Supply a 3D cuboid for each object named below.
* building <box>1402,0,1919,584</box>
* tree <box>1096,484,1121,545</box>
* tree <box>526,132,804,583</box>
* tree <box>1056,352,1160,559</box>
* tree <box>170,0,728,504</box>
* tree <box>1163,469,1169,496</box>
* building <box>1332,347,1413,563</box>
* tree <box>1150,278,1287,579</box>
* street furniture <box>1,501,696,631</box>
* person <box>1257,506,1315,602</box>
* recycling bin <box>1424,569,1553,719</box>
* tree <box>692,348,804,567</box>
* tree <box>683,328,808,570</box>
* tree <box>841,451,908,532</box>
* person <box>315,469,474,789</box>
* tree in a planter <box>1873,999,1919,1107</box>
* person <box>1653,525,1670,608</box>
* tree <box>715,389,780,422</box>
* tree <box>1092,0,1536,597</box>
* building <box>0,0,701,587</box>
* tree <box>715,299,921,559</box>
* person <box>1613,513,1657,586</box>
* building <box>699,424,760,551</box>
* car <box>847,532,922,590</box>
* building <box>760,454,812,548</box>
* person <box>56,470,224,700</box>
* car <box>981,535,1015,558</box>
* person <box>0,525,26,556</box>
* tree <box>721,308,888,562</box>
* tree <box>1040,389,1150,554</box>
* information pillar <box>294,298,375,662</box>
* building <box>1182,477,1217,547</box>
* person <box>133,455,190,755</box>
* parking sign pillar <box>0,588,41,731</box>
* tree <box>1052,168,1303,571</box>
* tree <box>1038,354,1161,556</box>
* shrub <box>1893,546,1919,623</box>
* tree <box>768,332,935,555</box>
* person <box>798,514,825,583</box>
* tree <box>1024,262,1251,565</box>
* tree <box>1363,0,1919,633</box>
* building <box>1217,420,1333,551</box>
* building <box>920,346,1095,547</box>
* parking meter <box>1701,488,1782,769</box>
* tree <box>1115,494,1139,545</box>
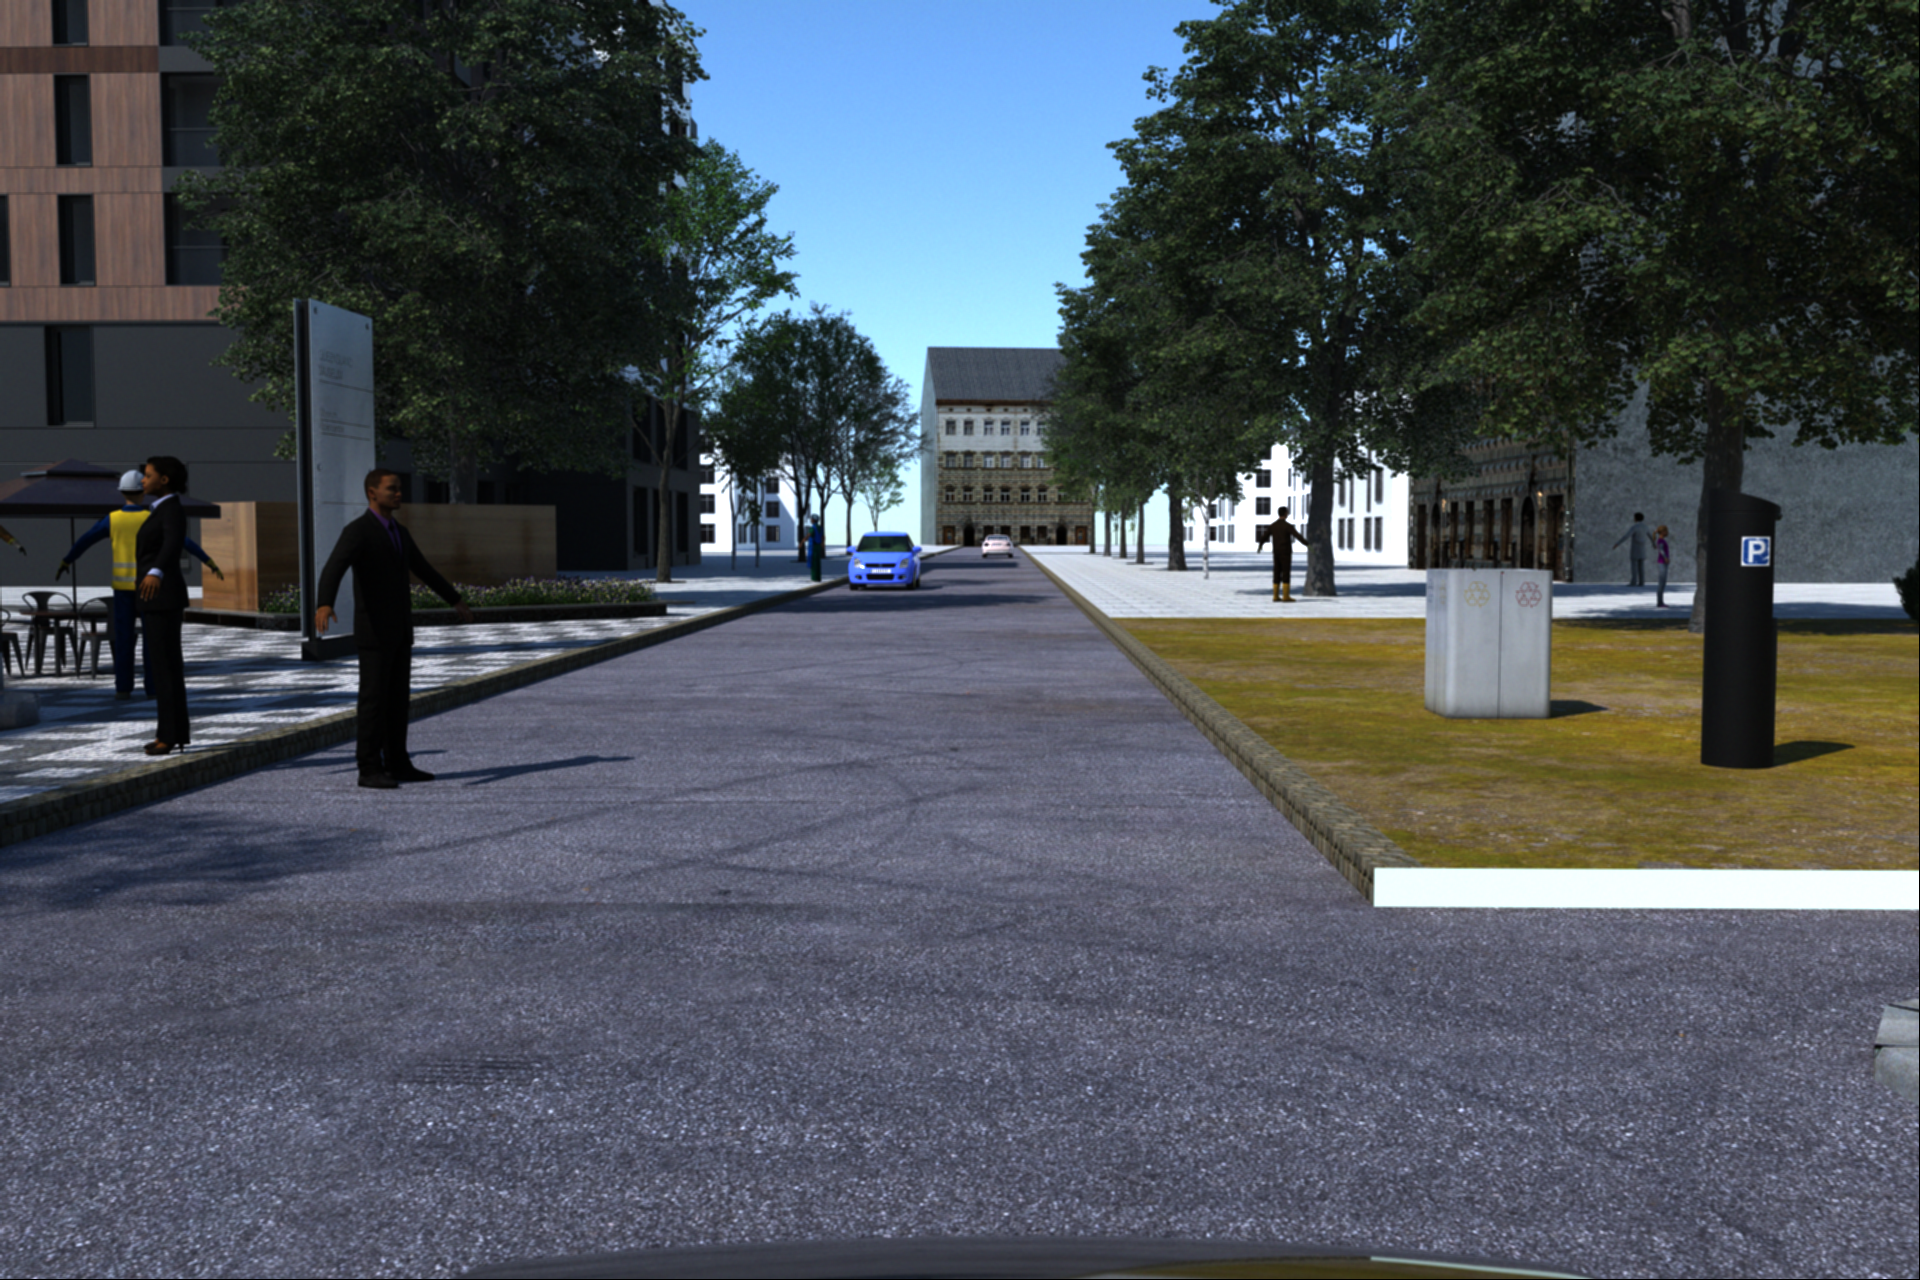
[{"bbox_3d":[25.366,-13.595,53.212,19.493,23.208,18.063,0,4,2],"label":"building"},{"bbox_3d":[18.053,-15.394,202.059,4.737,8.622,4.395,0,3,0],"label":"tree"},{"bbox_3d":[-7.644,-7.304,45.170,9.928,11.665,9.643,0,3,0],"label":"tree"},{"bbox_3d":[8.707,-10.087,90.680,9.928,11.665,9.643,0,3,0],"label":"tree"},{"bbox_3d":[-8.783,-7.572,30.451,9.857,13.997,8.962,0,3,0],"label":"tree"},{"bbox_3d":[28.379,-17.963,200.353,9.857,13.997,8.962,0,3,0],"label":"tree"},{"bbox_3d":[23.720,-8.251,77.048,9.099,9.664,28.070,0,4,1],"label":"building"},{"bbox_3d":[6.769,-6.014,48.698,4.360,8.622,3.978,0,3,0],"label":"tree"},{"bbox_3d":[-7.945,-1.218,26.762,9.812,1.723,11.010,3,5,45],"label":"street furniture"},{"bbox_3d":[6.109,-1.626,32.722,0.704,1.812,1.346,-3,5,-41],"label":"person"},{"bbox_3d":[3.752,0.014,12.332,0.722,1.027,0.722,0,4,2],"label":"recycling bin"},{"bbox_3d":[-8.077,-7.128,66.902,4.737,8.622,4.395,0,3,0],"label":"tree"},{"bbox_3d":[-8.276,-6.801,61.554,4.360,8.622,3.978,0,3,0],"label":"tree"},{"bbox_3d":[-10.068,-17.013,203.913,9.928,11.665,9.643,0,3,0],"label":"tree"},{"bbox_3d":[-3.267,-0.075,9.903,0.704,1.802,1.346,1,4,19],"label":"person"},{"bbox_3d":[3.388,-0.418,4.054,1.991,3.239,1.994,0,4,1],"label":"tree in a planter"},{"bbox_3d":[12.331,-1.282,30.235,0.599,1.433,0.991,1,4,23],"label":"person"},{"bbox_3d":[-22.134,-21.131,201.378,12.611,20.169,13.585,0,3,0],"label":"tree"},{"bbox_3d":[7.530,-7.876,35.422,9.857,13.997,8.962,0,3,0],"label":"tree"},{"bbox_3d":[-25.526,-13.078,57.795,27.936,21.610,32.646,0,4,2],"label":"building"},{"bbox_3d":[-7.146,-10.992,90.096,12.009,13.543,11.850,0,3,0],"label":"tree"},{"bbox_3d":[16.642,-2.225,42.573,1.347,1.806,0.705,-1,4,-23],"label":"person"},{"bbox_3d":[-21.004,-12.339,143.887,9.099,9.664,28.070,0,4,1],"label":"building"},{"bbox_3d":[-1.942,-2.179,45.225,1.945,1.707,3.694,0,4,2],"label":"car"},{"bbox_3d":[-19.256,-14.153,173.541,9.099,9.664,28.070,0,4,2],"label":"building"},{"bbox_3d":[-6.405,-0.432,13.522,1.216,1.772,0.721,-1,4,-12],"label":"person"},{"bbox_3d":[2.279,-5.662,104.942,2.083,1.381,4.827,0,4,1],"label":"car"},{"bbox_3d":[-17.197,-1.513,30.500,1.354,1.858,0.705,-1,4,-22],"label":"person"},{"bbox_3d":[-7.115,-9.356,78.722,9.928,11.665,9.643,0,3,0],"label":"tree"},{"bbox_3d":[8.683,-11.338,111.139,9.928,11.665,9.643,0,3,0],"label":"tree"},{"bbox_3d":[-6.506,-1.640,18.129,0.184,3.620,1.656,0,4,2],"label":"information pillar"},{"bbox_3d":[27.920,-14.120,173.005,9.099,9.664,28.070,0,4,2],"label":"building"},{"bbox_3d":[-4.737,-0.209,10.132,0.721,1.740,1.216,-2,4,-27],"label":"person"},{"bbox_3d":[-6.920,-1.401,11.383,1.447,3.967,1.447,0,4,2],"label":"parking sign pillar"},{"bbox_3d":[7.617,-9.393,60.238,9.857,13.997,8.962,0,3,0],"label":"tree"},{"bbox_3d":[8.385,-11.089,99.426,7.486,12.596,7.792,0,3,0],"label":"tree"},{"bbox_3d":[13.838,-0.826,24.616,1.383,1.207,1.383,0,3,0],"label":"shrub"},{"bbox_3d":[-6.708,-11.846,104.058,12.009,13.543,11.850,0,3,0],"label":"tree"},{"bbox_3d":[-3.869,-2.433,45.902,0.704,1.817,1.347,2,4,25],"label":"person"},{"bbox_3d":[7.788,-9.963,73.265,12.009,13.543,11.850,0,3,0],"label":"tree"},{"bbox_3d":[9.946,-7.067,22.198,9.857,13.997,8.962,0,3,0],"label":"tree"},{"bbox_3d":[26.889,-12.099,139.962,9.099,9.664,28.070,0,4,1],"label":"building"},{"bbox_3d":[5.198,-22.598,202.855,18.063,23.208,19.493,0,4,-6],"label":"building"},{"bbox_3d":[4.322,-0.072,9.589,0.372,1.533,0.369,0,3,0],"label":"parking meter"},{"bbox_3d":[19.586,-15.104,197.311,4.737,8.622,4.395,0,3,0],"label":"tree"}]
